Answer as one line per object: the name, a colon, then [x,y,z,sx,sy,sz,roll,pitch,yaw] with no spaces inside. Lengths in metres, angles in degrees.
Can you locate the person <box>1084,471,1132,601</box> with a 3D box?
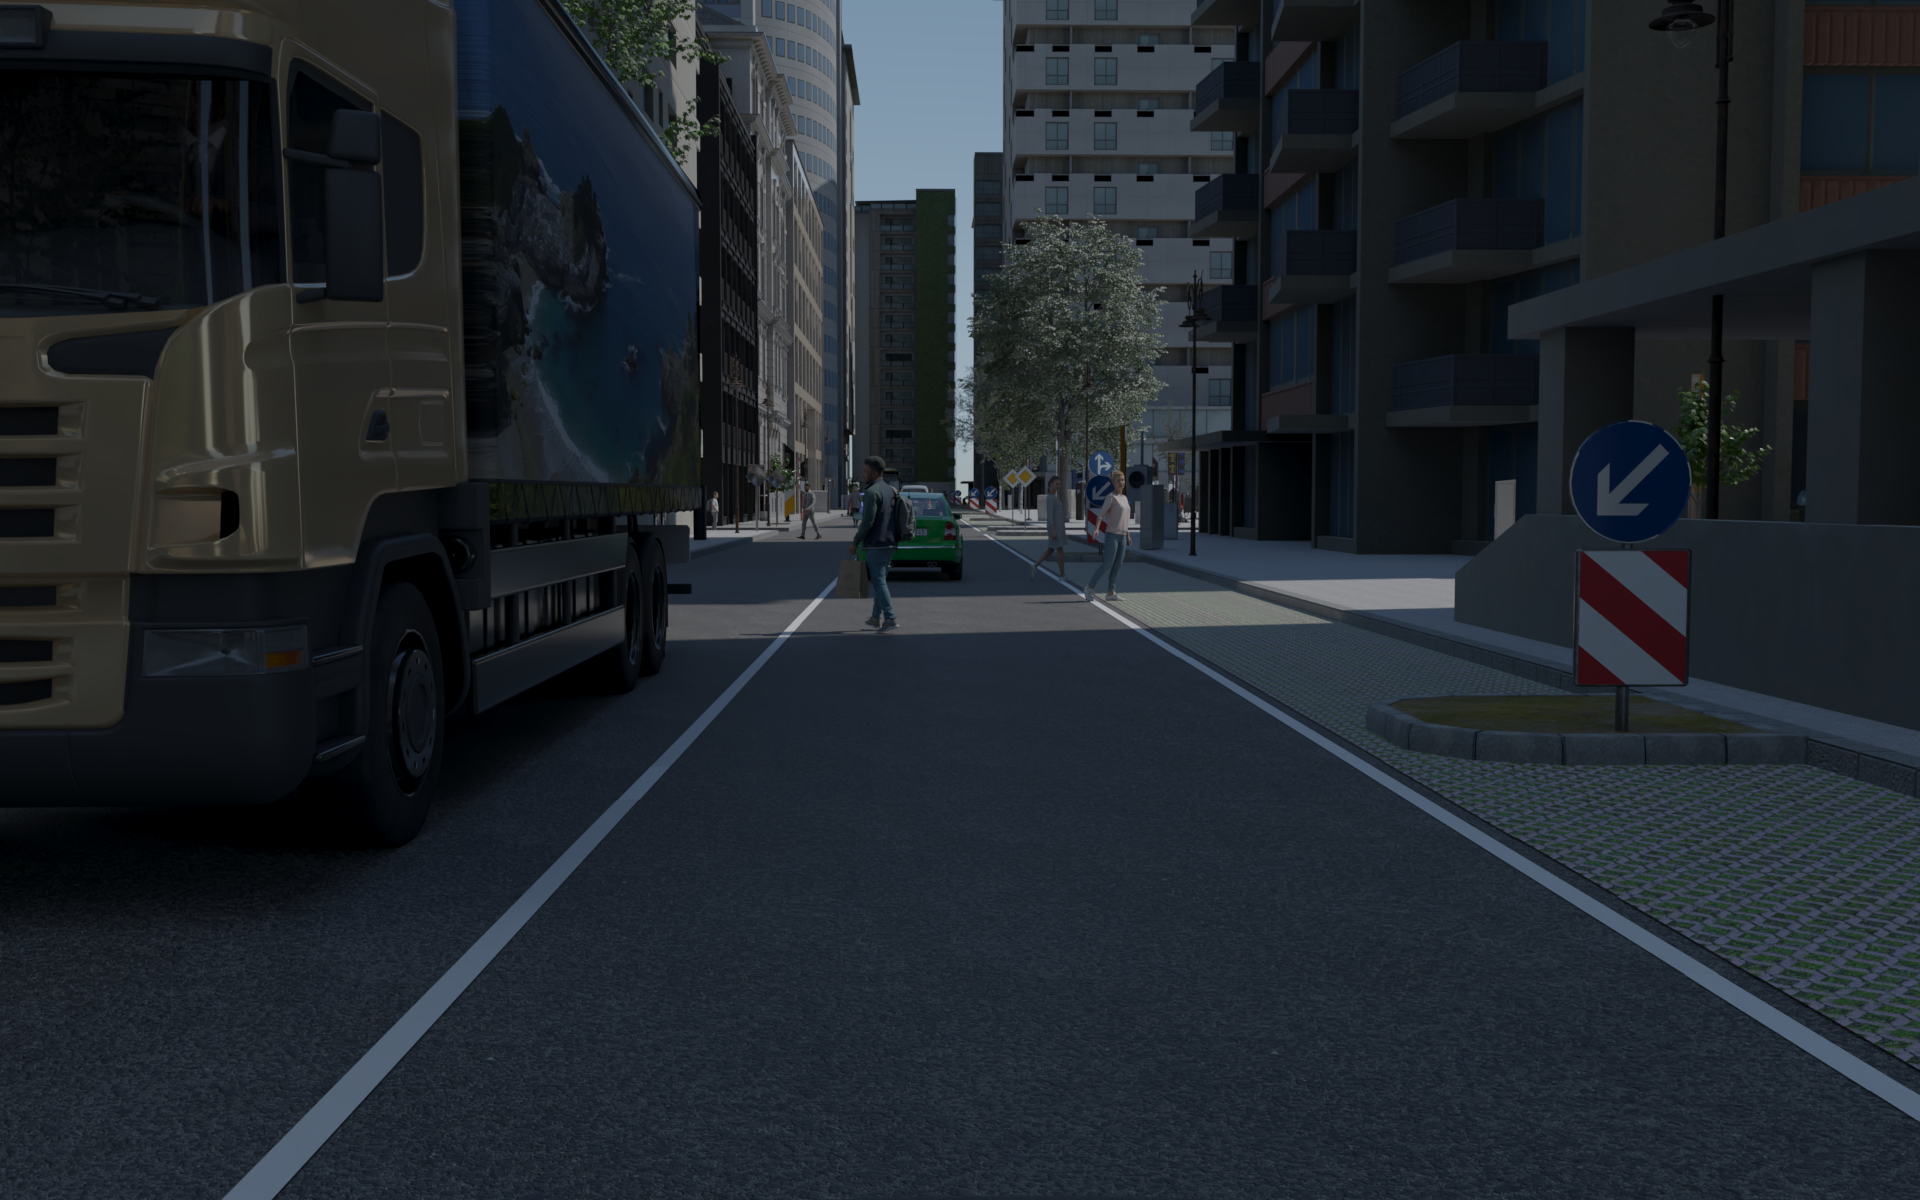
person: [1.923,-0.850,23.065,0.598,1.740,0.731,2,4,25]

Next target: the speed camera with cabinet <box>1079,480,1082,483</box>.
speed camera with cabinet: [7.756,-7.467,116.422,2.038,3.252,0.660,-1,4,-21]

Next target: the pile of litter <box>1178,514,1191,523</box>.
pile of litter: [9.447,-3.878,77.363,1.719,0.858,1.176,2,4,35]

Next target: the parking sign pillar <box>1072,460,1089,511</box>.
parking sign pillar: [9.080,-8.704,130.786,1.447,3.967,1.447,0,4,0]

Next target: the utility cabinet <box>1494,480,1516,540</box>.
utility cabinet: [8.488,-1.122,27.028,0.318,1.500,1.173,1,4,18]

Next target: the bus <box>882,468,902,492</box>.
bus: [-7.005,-10.659,165.823,2.896,3.916,12.252,0,4,-2]

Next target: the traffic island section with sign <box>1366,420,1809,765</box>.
traffic island section with sign: [3.463,-0.087,10.044,1.989,1.847,2.006,0,4,-1]

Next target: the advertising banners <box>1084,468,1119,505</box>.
advertising banners: [8.074,-6.277,98.811,2.074,3.025,0.090,1,4,8]

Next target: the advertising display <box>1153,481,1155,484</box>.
advertising display: [9.275,-4.866,84.771,0.123,1.923,0.974,2,4,32]

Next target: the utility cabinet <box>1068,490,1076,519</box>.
utility cabinet: [5.890,-4.912,88.998,0.318,1.500,1.173,2,4,32]

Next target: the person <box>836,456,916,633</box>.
person: [-0.885,-0.577,17.920,0.794,1.824,0.713,-3,5,-44]

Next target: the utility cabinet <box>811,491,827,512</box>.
utility cabinet: [-9.640,-6.744,118.941,1.173,1.500,0.318,0,4,2]

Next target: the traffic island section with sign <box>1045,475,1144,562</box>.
traffic island section with sign: [2.828,-1.735,36.991,1.989,1.847,2.006,0,4,-1]

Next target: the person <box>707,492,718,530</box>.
person: [-8.811,-3.127,62.221,0.523,1.515,0.503,-3,4,-38]

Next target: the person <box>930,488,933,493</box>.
person: [-1.957,-6.648,117.224,0.581,1.822,0.654,0,4,7]

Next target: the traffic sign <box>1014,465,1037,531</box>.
traffic sign: [2.257,-3.442,59.914,0.795,2.450,0.064,0,4,-1]

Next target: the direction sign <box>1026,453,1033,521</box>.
direction sign: [3.337,-5.616,83.822,0.379,3.537,0.876,1,4,18]

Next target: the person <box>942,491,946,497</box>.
person: [-1.621,-9.425,163.046,0.568,1.767,0.683,-1,4,-19]

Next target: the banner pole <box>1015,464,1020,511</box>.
banner pole: [4.310,-8.544,129.718,0.401,3.779,0.863,-2,4,-28]

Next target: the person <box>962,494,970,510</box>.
person: [0.589,-8.761,154.929,0.799,1.438,0.628,0,4,1]

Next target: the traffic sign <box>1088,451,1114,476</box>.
traffic sign: [4.162,-3.117,51.077,0.768,2.556,0.104,0,4,3]

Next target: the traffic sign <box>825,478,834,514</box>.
traffic sign: [-8.220,-6.553,109.276,0.606,2.300,0.079,0,4,3]

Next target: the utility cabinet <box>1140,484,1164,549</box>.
utility cabinet: [4.454,-1.931,40.254,0.318,1.500,1.173,1,4,20]

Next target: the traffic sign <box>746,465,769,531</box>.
traffic sign: [-6.986,-3.430,59.717,0.795,2.450,0.064,0,4,-1]

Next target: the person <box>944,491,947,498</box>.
person: [-1.944,-12.268,209.086,0.705,1.823,1.348,2,4,33]

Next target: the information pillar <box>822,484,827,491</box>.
information pillar: [-10.070,-7.613,128.968,0.304,2.012,0.304,2,4,31]

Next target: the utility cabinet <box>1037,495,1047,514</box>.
utility cabinet: [5.334,-6.021,109.609,0.306,1.237,1.020,-3,5,-41]

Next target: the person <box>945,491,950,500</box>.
person: [-1.778,-12.698,216.092,1.348,1.826,0.705,1,4,19]

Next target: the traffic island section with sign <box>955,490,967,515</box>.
traffic island section with sign: [0.855,-6.824,120.208,1.989,1.847,2.006,0,4,-1]

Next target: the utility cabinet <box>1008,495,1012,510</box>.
utility cabinet: [4.051,-7.962,141.343,0.306,1.237,1.020,0,4,0]

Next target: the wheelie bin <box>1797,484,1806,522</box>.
wheelie bin: [14.506,-1.296,29.092,0.980,1.594,0.693,-1,4,-16]

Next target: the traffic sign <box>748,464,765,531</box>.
traffic sign: [-7.037,-3.531,59.865,0.606,2.300,0.079,0,4,7]

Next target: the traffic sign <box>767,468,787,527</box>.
traffic sign: [-7.174,-3.918,67.700,0.795,2.450,0.064,0,4,-1]

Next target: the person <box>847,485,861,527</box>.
person: [-4.593,-4.037,74.694,0.709,1.800,0.728,-1,4,-8]

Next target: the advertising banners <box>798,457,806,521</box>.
advertising banners: [-7.631,-5.354,83.729,0.090,3.025,2.074,0,4,5]

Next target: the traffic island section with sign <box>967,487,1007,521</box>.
traffic island section with sign: [1.515,-5.136,92.596,1.989,1.847,2.006,0,4,-1]

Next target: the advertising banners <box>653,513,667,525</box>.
advertising banners: [-6.895,-2.692,40.208,0.090,3.025,2.074,0,4,3]

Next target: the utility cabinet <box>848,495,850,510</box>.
utility cabinet: [-9.103,-7.995,141.884,0.306,1.237,1.020,1,4,15]

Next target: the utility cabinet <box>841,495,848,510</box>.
utility cabinet: [-9.488,-7.919,140.642,0.306,1.237,1.020,0,4,-1]

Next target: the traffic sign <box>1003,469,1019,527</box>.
traffic sign: [2.068,-3.930,67.897,0.795,2.450,0.064,0,4,-1]

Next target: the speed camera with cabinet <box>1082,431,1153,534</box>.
speed camera with cabinet: [5.006,-3.677,54.462,2.038,3.252,0.660,2,4,26]

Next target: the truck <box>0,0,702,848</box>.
truck: [-3.472,-1.313,10.385,2.839,4.237,11.283,0,4,-1]

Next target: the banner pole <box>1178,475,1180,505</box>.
banner pole: [13.773,-7.265,108.802,0.401,3.779,0.863,1,4,17]

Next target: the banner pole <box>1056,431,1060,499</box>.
banner pole: [3.844,-4.793,68.379,0.401,3.779,0.863,1,4,12]

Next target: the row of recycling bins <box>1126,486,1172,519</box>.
row of recycling bins: [9.007,-5.016,89.121,3.534,1.692,1.069,-1,4,-12]

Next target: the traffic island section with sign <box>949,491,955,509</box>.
traffic island section with sign: [-0.296,-9.852,169.701,1.989,1.847,2.006,0,4,-1]

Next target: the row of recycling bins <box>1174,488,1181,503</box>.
row of recycling bins: [13.069,-6.655,115.929,3.534,1.692,1.069,2,4,23]

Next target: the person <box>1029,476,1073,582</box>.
person: [1.503,-1.164,28.274,0.760,1.731,0.466,-2,4,-26]

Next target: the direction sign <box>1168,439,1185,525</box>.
direction sign: [8.949,-4.875,71.702,0.876,3.537,0.379,-2,4,-33]

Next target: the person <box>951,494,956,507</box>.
person: [-0.572,-10.879,189.589,0.991,1.433,0.599,1,4,21]

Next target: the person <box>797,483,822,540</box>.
person: [-4.739,-2.798,54.526,0.850,1.792,0.678,-3,4,-38]

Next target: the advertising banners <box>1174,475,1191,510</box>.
advertising banners: [17.819,-8.745,139.164,2.074,3.025,0.090,-3,4,-38]
